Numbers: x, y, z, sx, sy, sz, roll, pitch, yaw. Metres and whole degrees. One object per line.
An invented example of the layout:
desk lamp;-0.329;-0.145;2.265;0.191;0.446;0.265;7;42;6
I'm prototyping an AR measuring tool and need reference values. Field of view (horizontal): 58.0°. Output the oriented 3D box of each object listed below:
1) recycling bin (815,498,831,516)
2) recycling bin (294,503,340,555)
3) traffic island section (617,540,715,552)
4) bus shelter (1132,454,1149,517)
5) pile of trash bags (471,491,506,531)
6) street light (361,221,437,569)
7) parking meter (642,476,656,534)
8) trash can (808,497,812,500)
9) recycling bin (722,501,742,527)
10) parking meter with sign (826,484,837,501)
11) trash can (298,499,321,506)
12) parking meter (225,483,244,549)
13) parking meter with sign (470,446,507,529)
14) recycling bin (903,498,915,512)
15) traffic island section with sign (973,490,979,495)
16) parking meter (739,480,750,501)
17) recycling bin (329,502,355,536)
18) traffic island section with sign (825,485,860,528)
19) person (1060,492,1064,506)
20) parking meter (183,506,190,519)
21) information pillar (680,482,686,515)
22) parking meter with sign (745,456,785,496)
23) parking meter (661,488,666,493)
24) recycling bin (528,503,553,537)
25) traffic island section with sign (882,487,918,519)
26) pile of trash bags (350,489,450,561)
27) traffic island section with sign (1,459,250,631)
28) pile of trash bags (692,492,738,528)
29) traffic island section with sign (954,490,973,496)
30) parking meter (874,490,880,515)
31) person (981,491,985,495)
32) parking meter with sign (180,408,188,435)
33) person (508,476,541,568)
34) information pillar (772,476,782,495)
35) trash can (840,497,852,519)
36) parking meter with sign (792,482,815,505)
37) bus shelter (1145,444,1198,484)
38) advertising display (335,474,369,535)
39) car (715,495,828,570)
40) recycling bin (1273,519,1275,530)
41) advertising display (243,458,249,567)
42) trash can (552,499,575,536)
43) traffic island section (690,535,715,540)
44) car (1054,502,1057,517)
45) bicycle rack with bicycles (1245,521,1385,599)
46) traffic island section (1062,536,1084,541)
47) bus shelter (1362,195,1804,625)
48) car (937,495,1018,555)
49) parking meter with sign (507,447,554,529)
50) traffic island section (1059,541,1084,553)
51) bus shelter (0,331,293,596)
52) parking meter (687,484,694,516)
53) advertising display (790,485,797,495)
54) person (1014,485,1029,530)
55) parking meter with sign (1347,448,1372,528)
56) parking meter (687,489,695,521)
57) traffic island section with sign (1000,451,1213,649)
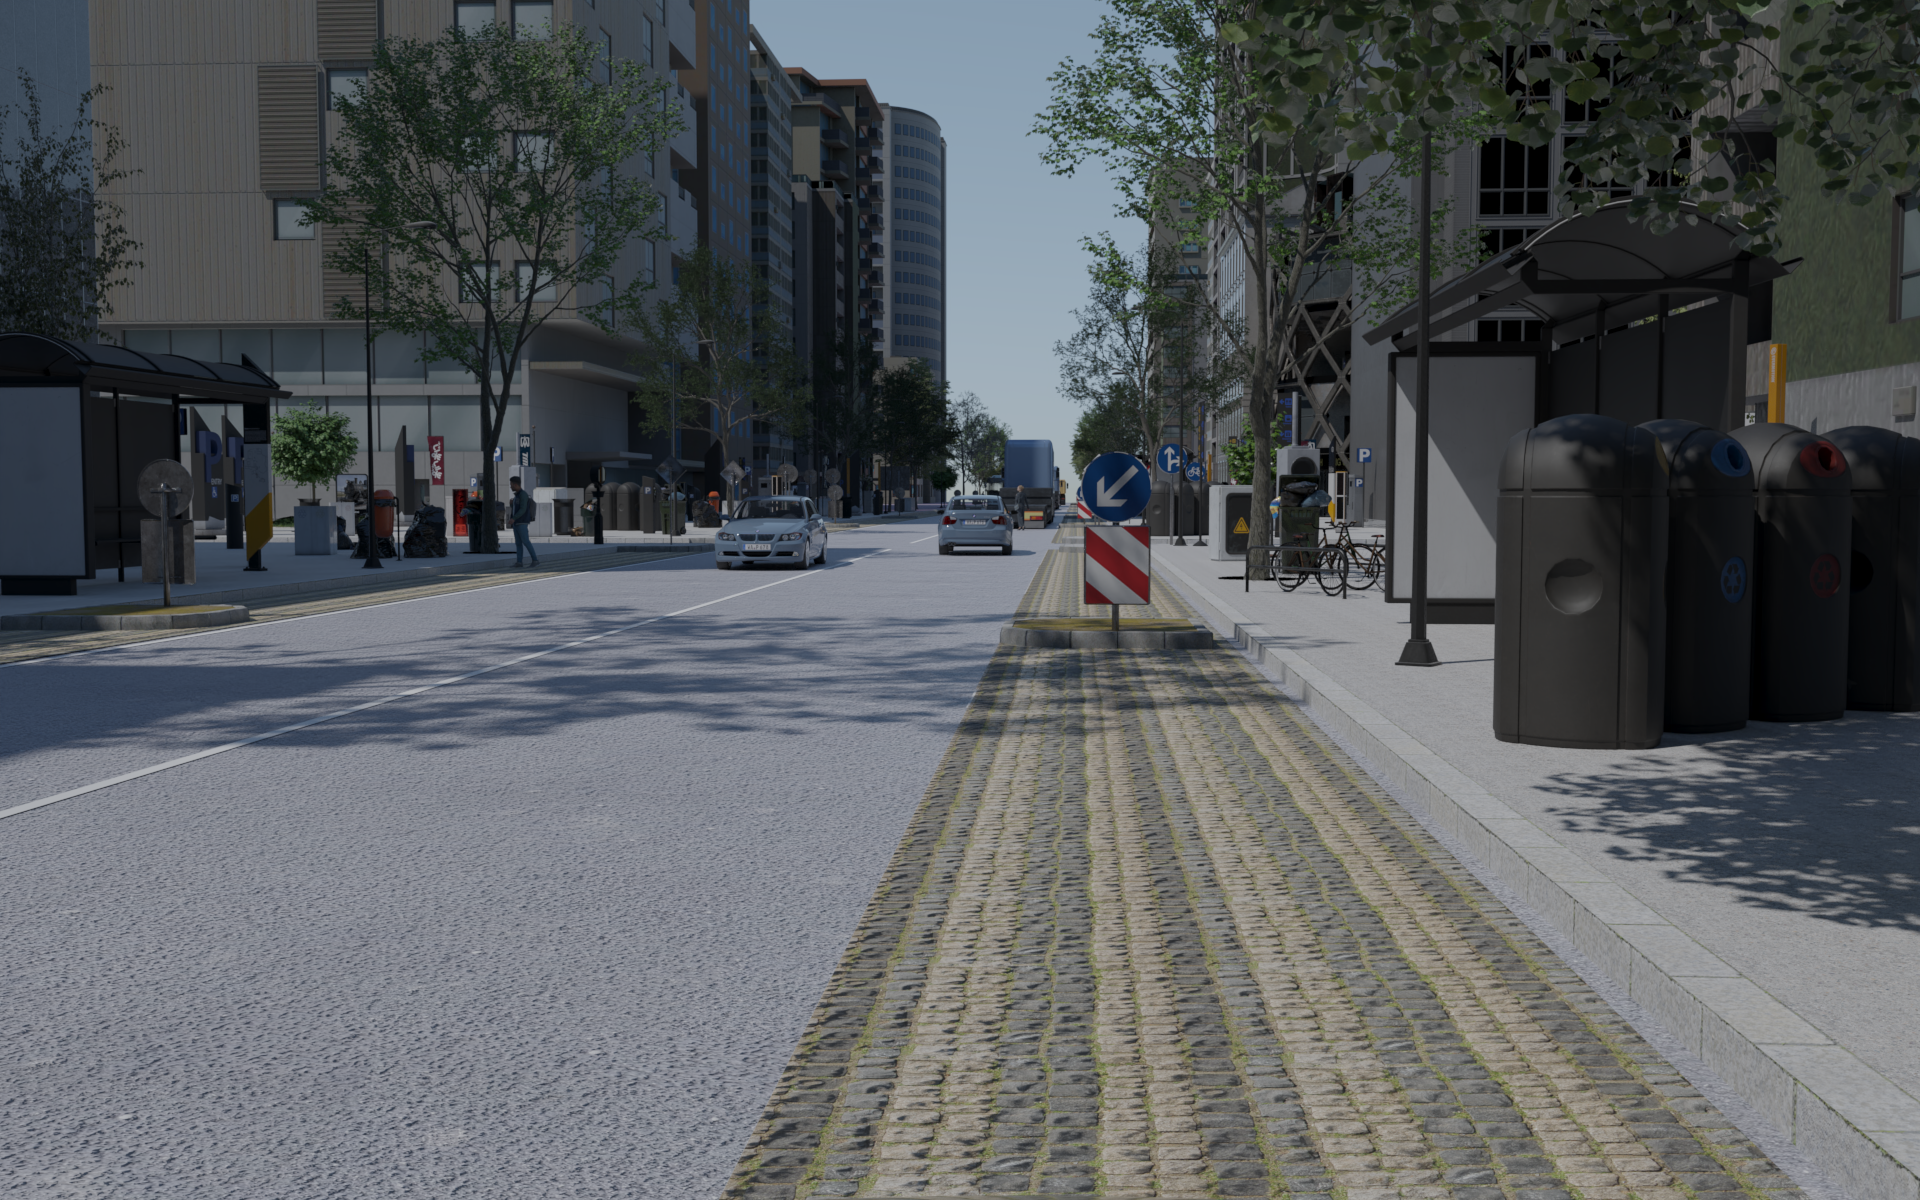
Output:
recycling bin;-7.883;-5.331;99.718;0.722;1.027;0.722;-2;4;-28
recycling bin;-13.609;-1.470;36.585;0.722;1.027;0.722;0;4;-7
traffic island section;-7.336;-1.321;43.876;2.009;0.180;2.903;0;4;4
bus shelter;10.120;-6.714;101.061;1.731;3.624;6.357;0;4;4
pile of trash bags;-16.677;-3.063;59.829;1.912;1.369;3.447;-1;4;-17
street light;-9.603;-3.496;29.693;1.470;5.913;1.316;0;4;4
parking meter;-10.035;-3.075;55.990;0.399;1.863;0.255;1;4;8
trash can;-7.833;-4.644;87.578;0.748;1.137;0.748;0;3;0
recycling bin;-8.355;-3.171;64.407;0.722;1.027;0.722;2;4;25
parking meter with sign;-9.166;-7.972;126.603;0.543;3.016;1.738;3;4;38
trash can;-20.776;-2.673;55.364;0.748;1.137;0.748;0;3;0
parking meter;-16.981;-1.965;40.532;0.372;1.533;0.369;0;3;0
parking meter with sign;-17.420;-4.073;62.859;0.543;3.016;1.738;2;4;32
recycling bin;-3.699;-6.860;124.711;0.722;1.027;0.722;1;4;22
traffic island section with sign;1.649;-10.395;178.579;1.989;1.847;2.006;0;4;4
parking meter;-8.810;-3.976;70.723;0.399;1.863;0.255;-2;4;-26
recycling bin;-18.882;-2.468;52.906;0.722;1.027;0.722;-1;4;-20
traffic island section with sign;-5.329;-3.998;73.998;1.989;1.847;2.006;0;4;4
person;11.974;-12.062;206.240;0.721;1.766;1.217;3;5;39
parking meter;-25.903;-3.019;57.774;0.372;1.533;0.369;0;3;0
information pillar;-17.197;-6.301;107.515;0.304;2.012;0.304;0;4;8
parking meter with sign;-8.907;-5.082;79.359;1.738;3.016;0.543;0;4;-3
parking meter;-11.599;-3.598;67.234;0.372;1.533;0.369;0;3;0
recycling bin;-12.535;-2.392;51.669;0.722;1.027;0.722;-1;4;-12
traffic island section with sign;-3.503;-5.665;101.255;1.989;1.847;2.006;0;4;4
pile of trash bags;-11.282;-1.524;34.671;1.912;1.369;3.447;-1;4;-10
traffic island section with sign;-8.995;-0.635;19.004;1.989;1.847;2.006;0;4;4
pile of trash bags;-9.413;-3.502;67.010;1.912;1.369;3.447;-1;4;-14
traffic island section with sign;-0.165;-8.727;151.309;1.989;1.847;2.006;0;4;4
parking meter;-5.046;-5.898;104.835;0.372;1.533;0.369;0;3;0
person;2.659;-11.097;190.392;0.568;1.767;0.683;2;4;31
parking meter with sign;-16.305;-2.341;34.530;0.543;3.016;1.738;2;4;28
person;-8.477;-1.503;33.414;0.721;1.781;0.623;-3;5;-40
information pillar;-7.380;-4.005;69.971;0.304;2.012;0.304;3;5;41
trash can;-5.983;-4.847;90.900;0.748;1.137;0.748;0;3;0
parking meter with sign;-10.115;-7.055;111.603;1.738;3.016;0.543;2;4;26
bus shelter;8.865;-4.835;72.977;2.014;3.302;5.546;0;4;4
advertising display;-19.186;-3.025;54.673;0.974;1.923;0.123;-2;4;-27
car;-3.675;-1.365;34.325;2.014;1.417;4.499;0;4;3
recycling bin;11.193;-2.954;60.856;0.722;1.027;0.722;-1;4;-18
advertising display;-12.530;-1.549;30.544;0.123;1.923;0.974;-2;4;-26
trash can;-12.264;-2.566;53.608;0.748;1.137;0.748;0;3;0
traffic island section;-6.804;-1.808;51.844;2.009;0.180;2.903;0;4;4
car;5.079;-5.861;108.401;1.945;1.354;3.894;0;4;3
bicycle rack with bicycles;4.991;-0.559;22.528;2.852;0.926;2.925;-2;4;-31
traffic island section;4.013;-1.764;51.119;2.009;0.180;2.903;0;4;4
bus shelter;4.830;-1.259;14.501;2.014;3.302;5.546;0;4;4
car;0.410;-1.837;42.033;2.014;1.417;4.499;0;4;2
parking meter with sign;-15.939;-4.151;64.135;1.738;3.016;0.543;0;4;-7
traffic island section;3.481;-1.277;43.152;2.009;0.180;2.903;0;4;4
bus shelter;-11.568;-1.860;24.339;2.014;3.302;5.546;0;4;4
parking meter;-15.907;-5.910;102.342;0.399;1.863;0.255;2;4;26
advertising display;-11.992;-7.375;125.796;0.123;1.923;0.974;3;4;36
person;2.450;-3.631;68.291;0.534;1.772;0.576;2;4;30
parking meter with sign;15.240;-4.294;66.474;0.543;3.016;1.738;0;4;-4
parking meter;-12.758;-4.519;82.298;0.372;1.533;0.369;0;3;0
traffic island section with sign;1.402;-0.506;16.902;1.989;1.847;2.006;0;4;4
